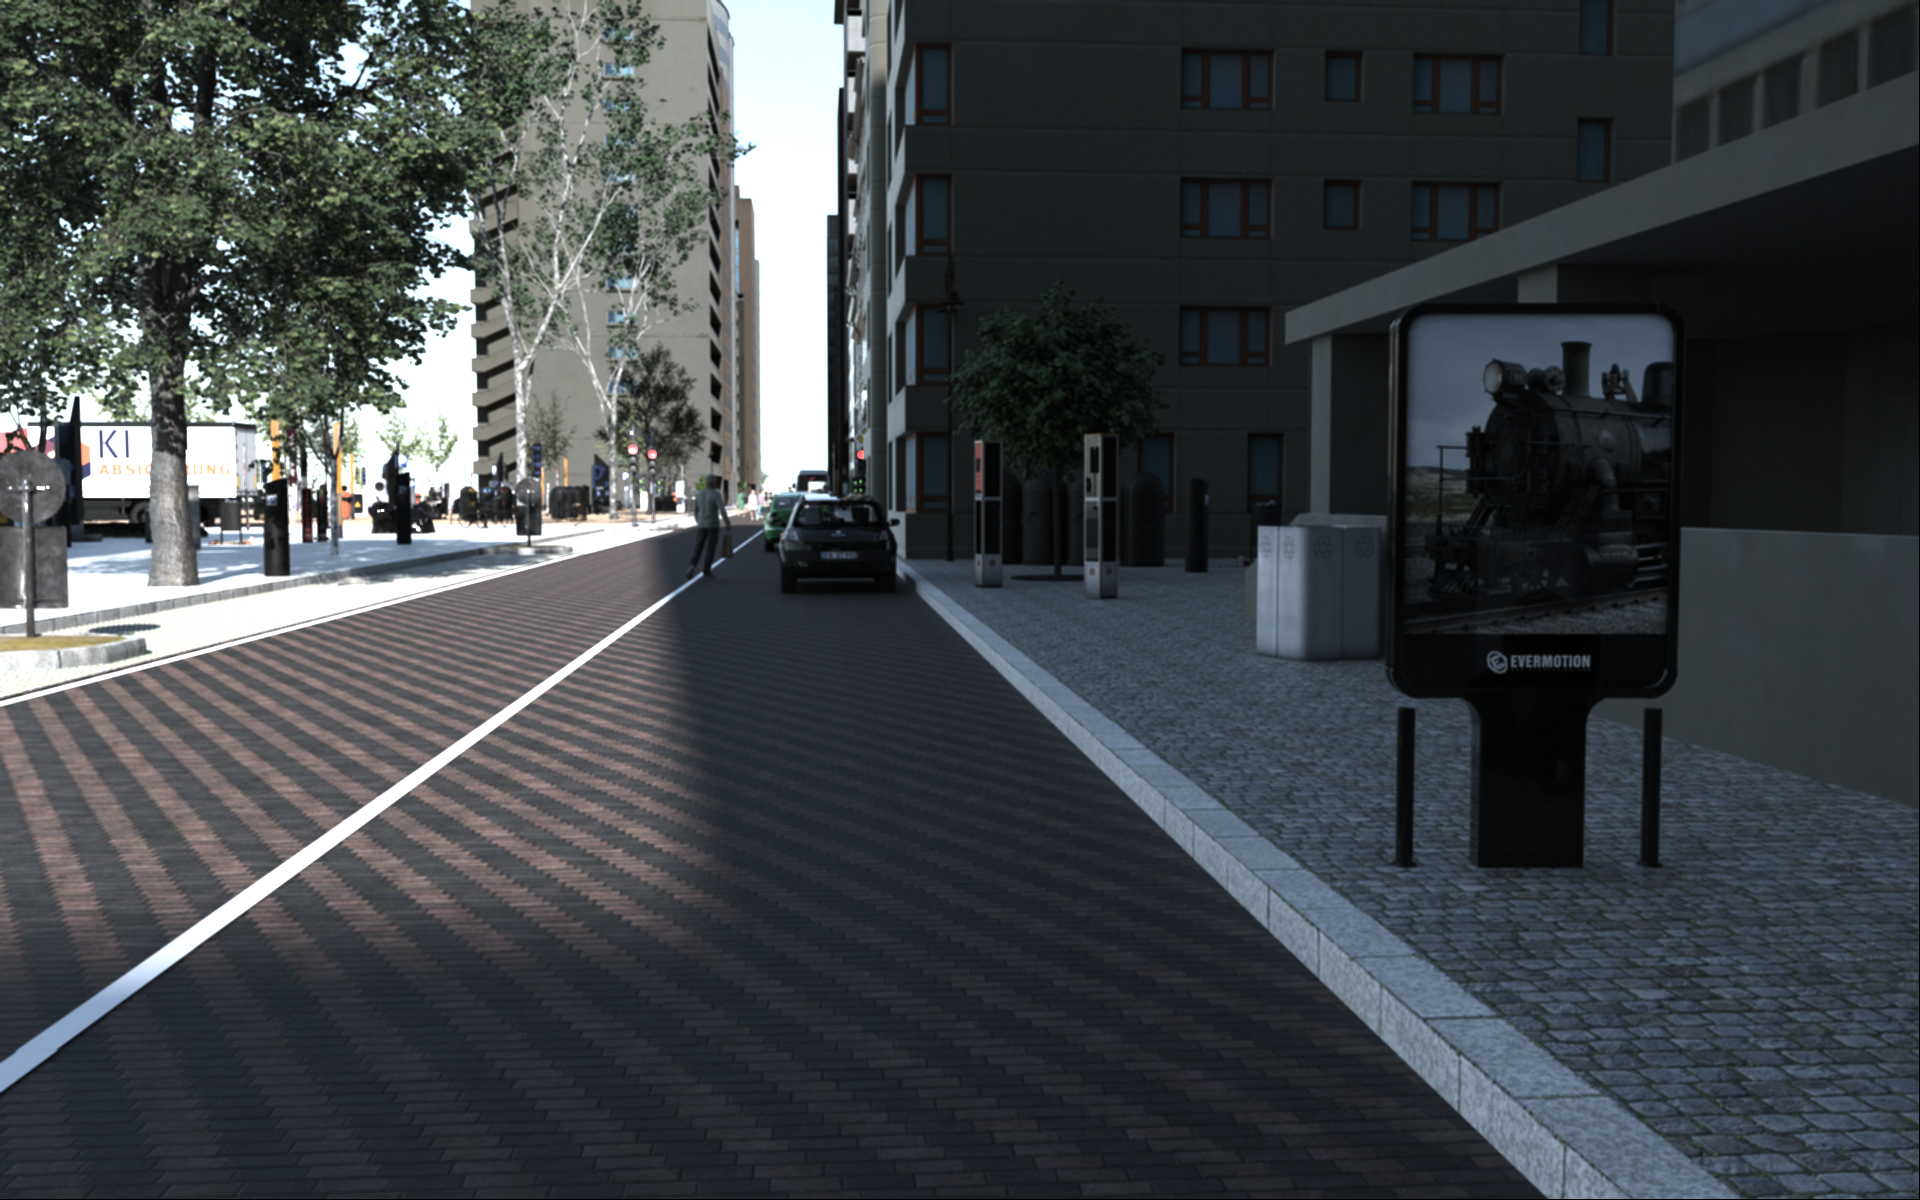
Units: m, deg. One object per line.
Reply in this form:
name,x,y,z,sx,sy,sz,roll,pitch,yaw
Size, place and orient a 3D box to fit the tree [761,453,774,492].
tree,-35.207,-21.801,306.810,4.360,8.622,3.978,0,3,0

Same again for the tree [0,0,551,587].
tree,-10.907,-7.169,23.861,9.857,13.997,8.962,0,3,0

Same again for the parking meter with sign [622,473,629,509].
parking meter with sign,-27.491,-8.952,142.625,0.543,3.016,1.738,-1,4,-12

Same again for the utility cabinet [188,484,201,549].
utility cabinet,-17.921,-1.901,39.760,1.173,1.500,0.318,2,4,35

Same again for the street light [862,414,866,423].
street light,-4.382,-6.659,81.660,0.468,5.910,1.993,0,4,-5

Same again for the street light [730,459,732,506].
street light,-24.526,-12.995,185.249,0.468,5.910,1.993,0,4,-5

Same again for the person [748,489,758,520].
person,-11.544,-5.324,96.551,0.512,1.701,0.522,-1,4,-17

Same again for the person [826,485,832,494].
person,-6.105,-4.358,79.851,0.679,1.850,0.850,3,5,40

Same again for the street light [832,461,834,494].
street light,-13.654,-13.373,191.434,0.468,5.910,1.993,0,4,-5

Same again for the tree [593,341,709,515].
tree,-18.529,-10.404,104.514,7.601,10.594,8.767,-3,5,-39

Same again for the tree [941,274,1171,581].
tree,1.450,-2.597,26.169,4.285,4.588,4.351,0,3,0

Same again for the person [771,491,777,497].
person,-19.287,-10.446,179.830,0.750,1.759,0.617,-2,4,-32

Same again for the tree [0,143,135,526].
tree,-18.970,-5.179,35.037,4.360,8.622,3.978,0,3,0

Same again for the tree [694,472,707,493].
tree,-22.153,-9.433,148.830,1.663,3.219,1.824,0,3,0

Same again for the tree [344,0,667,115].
tree,-13.527,-12.303,57.050,12.611,20.169,13.585,0,3,0

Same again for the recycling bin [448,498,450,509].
recycling bin,-43.090,-8.091,144.838,0.722,1.027,0.722,-2,4,-35

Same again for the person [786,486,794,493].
person,-9.033,-5.189,93.152,0.655,1.846,0.447,-3,4,-36

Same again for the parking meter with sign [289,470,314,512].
parking meter with sign,-48.267,-7.987,126.855,1.738,3.016,0.543,-2,4,-28

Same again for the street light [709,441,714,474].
street light,-21.713,-10.925,151.406,0.468,5.910,1.993,0,4,-5

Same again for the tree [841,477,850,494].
tree,-9.782,-9.665,152.632,1.663,3.219,1.824,0,3,0

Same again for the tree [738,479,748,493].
tree,-28.222,-14.011,223.679,1.663,3.219,1.824,0,3,0

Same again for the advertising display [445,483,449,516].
advertising display,-30.283,-5.930,102.172,0.123,1.923,0.974,-1,4,-8

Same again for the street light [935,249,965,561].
street light,-0.196,-3.680,32.952,0.468,5.910,1.993,0,4,-5

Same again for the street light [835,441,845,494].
street light,-10.891,-11.303,157.587,0.468,5.910,1.993,0,4,-5

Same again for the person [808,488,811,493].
person,-9.383,-6.093,108.472,0.624,1.780,0.694,2,4,34

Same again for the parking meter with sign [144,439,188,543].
parking meter with sign,-21.324,-3.071,46.479,0.543,3.016,1.738,0,4,-1

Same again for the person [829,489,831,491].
person,-6.769,-4.985,90.346,0.599,1.781,0.374,1,4,19

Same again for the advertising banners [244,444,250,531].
advertising banners,-25.014,-3.946,60.709,0.090,3.025,2.074,-1,4,-19

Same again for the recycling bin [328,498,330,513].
recycling bin,-42.714,-6.394,117.092,0.722,1.027,0.722,-3,4,-38

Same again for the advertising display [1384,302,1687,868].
advertising display,1.956,-0.044,5.931,0.974,1.923,0.123,0,4,0

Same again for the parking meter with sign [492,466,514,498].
parking meter with sign,-27.955,-6.775,107.033,1.738,3.016,0.543,-3,5,-42

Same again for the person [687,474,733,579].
person,-4.195,-1.240,29.264,0.782,1.767,0.515,2,4,25

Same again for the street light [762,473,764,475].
street light,-34.475,-20.189,302.880,0.468,5.910,1.993,0,4,-5

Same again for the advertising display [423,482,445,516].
advertising display,-27.726,-5.254,91.118,0.974,1.923,0.123,0,4,1

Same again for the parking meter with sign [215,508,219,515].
parking meter with sign,-42.431,-6.262,98.649,0.543,3.016,1.738,-1,4,-21

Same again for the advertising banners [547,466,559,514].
advertising banners,-25.877,-6.977,110.254,0.090,3.025,2.074,-2,4,-33

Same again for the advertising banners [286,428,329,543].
advertising banners,-17.232,-3.028,45.703,0.090,3.025,2.074,1,4,8

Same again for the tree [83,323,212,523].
tree,-35.486,-7.585,74.369,4.737,8.622,4.395,0,3,0

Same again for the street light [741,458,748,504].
street light,-27.591,-15.122,220.039,0.468,5.910,1.993,0,4,-5

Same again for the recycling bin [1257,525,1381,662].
recycling bin,2.820,-0.067,13.652,0.722,1.027,0.722,-1,4,-20

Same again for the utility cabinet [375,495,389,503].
utility cabinet,-31.990,-5.177,95.809,1.020,1.237,0.306,3,5,43

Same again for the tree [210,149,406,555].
tree,-13.325,-5.259,36.344,4.360,8.622,3.978,0,3,0

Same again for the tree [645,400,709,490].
tree,-21.078,-11.054,131.095,4.360,8.622,3.978,0,3,0

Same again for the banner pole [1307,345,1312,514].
banner pole,5.503,-2.248,26.768,0.401,3.779,0.863,-1,4,-12

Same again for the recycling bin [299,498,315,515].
recycling bin,-40.791,-5.849,108.183,0.722,1.027,0.722,1,4,16

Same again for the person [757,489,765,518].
person,-12.174,-5.885,105.553,0.643,1.720,0.563,-1,4,-21

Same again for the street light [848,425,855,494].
street light,-7.238,-8.753,115.905,0.468,5.910,1.993,0,4,-5

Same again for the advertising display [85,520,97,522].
advertising display,-40.331,-4.581,80.114,0.974,1.923,0.123,1,4,17

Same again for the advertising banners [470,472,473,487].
advertising banners,-39.921,-8.821,140.410,0.090,3.025,2.074,-3,4,-39

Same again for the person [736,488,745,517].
person,-13.522,-5.999,106.831,0.529,1.795,0.600,1,4,11

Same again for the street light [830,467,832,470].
street light,-16.503,-15.472,225.750,0.468,5.910,1.993,0,4,-5

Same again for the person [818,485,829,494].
person,-6.070,-4.184,76.873,0.622,1.834,0.822,-3,5,-41

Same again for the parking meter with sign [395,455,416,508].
parking meter with sign,-24.592,-4.951,77.204,0.543,3.016,1.738,-3,4,-38

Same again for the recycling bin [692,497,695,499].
recycling bin,-21.366,-7.718,138.746,0.722,1.027,0.722,-1,4,-10
